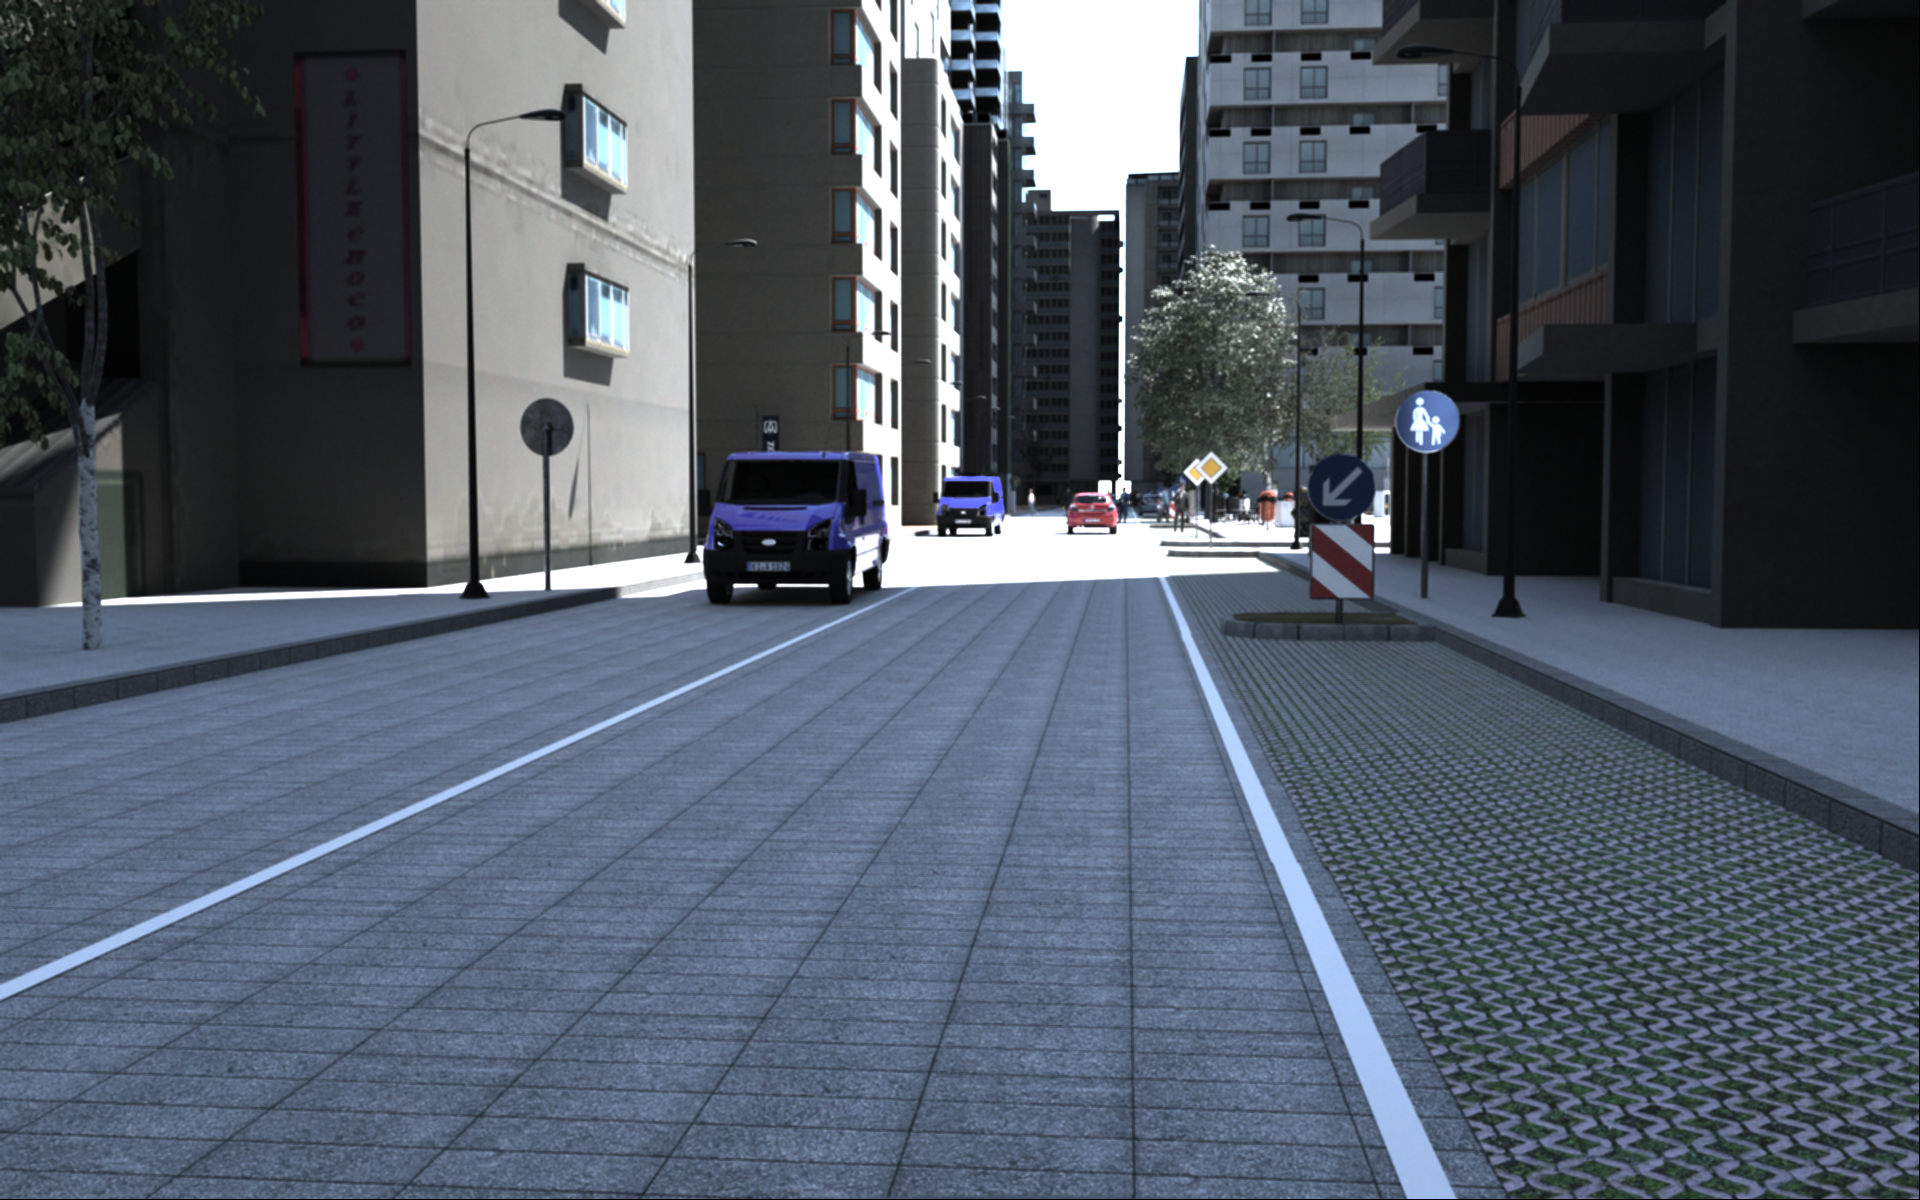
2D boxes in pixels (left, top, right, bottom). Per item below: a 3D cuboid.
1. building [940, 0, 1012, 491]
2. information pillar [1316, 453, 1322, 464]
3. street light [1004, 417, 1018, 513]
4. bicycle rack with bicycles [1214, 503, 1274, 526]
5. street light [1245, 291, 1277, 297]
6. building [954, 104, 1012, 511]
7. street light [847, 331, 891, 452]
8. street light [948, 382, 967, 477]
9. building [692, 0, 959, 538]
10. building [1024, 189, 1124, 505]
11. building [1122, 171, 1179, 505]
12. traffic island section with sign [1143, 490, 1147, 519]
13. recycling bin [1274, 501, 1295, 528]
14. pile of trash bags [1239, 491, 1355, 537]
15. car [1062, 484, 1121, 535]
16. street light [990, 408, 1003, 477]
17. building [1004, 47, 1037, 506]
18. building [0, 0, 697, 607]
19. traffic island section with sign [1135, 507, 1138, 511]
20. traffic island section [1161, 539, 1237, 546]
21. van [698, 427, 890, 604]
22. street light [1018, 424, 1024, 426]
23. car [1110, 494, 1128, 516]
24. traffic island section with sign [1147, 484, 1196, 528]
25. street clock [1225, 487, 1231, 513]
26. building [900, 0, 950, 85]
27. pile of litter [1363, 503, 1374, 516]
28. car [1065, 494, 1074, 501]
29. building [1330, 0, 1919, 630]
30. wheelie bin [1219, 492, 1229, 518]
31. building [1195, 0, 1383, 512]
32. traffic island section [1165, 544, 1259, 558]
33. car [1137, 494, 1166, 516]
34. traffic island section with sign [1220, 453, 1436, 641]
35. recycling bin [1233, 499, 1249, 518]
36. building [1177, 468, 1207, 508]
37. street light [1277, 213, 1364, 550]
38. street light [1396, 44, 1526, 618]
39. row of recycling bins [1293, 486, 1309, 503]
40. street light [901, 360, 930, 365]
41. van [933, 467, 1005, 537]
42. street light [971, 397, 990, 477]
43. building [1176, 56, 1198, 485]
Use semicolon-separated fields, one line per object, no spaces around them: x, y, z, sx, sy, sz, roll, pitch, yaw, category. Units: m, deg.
-6.126;-51.444;153.789;22.319;86.520;31.000;0;4;5;building
20.546;-6.589;99.091;0.183;3.616;0.504;-3;4;-37;information pillar
2.569;-8.054;104.223;1.470;5.913;1.316;0;4;5;street light
11.931;-3.549;71.403;2.925;0.926;2.852;-2;4;-24;bicycle rack with bicycles
7.217;-4.111;39.754;1.470;5.913;1.316;0;4;5;street light
-3.511;-22.034;131.962;14.160;30.474;14.107;0;4;5;building
-2.663;-4.706;49.488;1.470;5.913;1.316;0;4;5;street light
-0.593;-6.063;71.675;1.470;5.913;1.316;0;4;5;street light
-15.164;-13.439;64.770;27.650;21.520;28.899;0;4;5;building
9.000;-32.519;223.568;23.993;40.220;32.217;0;4;5;building
27.131;-32.387;213.119;14.086;41.232;14.154;0;4;5;building
11.603;-5.611;100.369;1.989;1.847;2.006;0;4;5;traffic island section with sign
12.295;-3.223;65.252;0.722;1.027;0.722;-1;4;-11;recycling bin
10.401;-2.569;51.762;3.447;1.369;1.912;3;5;41;pile of trash bags
4.779;-3.288;62.806;2.155;1.783;4.494;0;4;4;car
1.455;-7.400;93.529;1.470;5.913;1.316;0;4;5;street light
-7.165;-34.740;187.607;30.456;49.044;23.786;0;4;5;building
-17.306;-24.695;27.462;21.600;48.544;21.300;0;4;5;building
16.293;-8.614;149.460;1.989;1.847;2.006;0;4;5;traffic island section with sign
6.601;-1.583;48.166;2.009;0.180;2.903;0;4;5;traffic island section
-2.229;-1.224;24.399;2.240;2.365;5.245;0;4;4;van
3.545;-8.713;114.994;1.470;5.913;1.316;0;4;5;street light
10.286;-6.318;115.298;2.014;1.417;4.499;0;4;6;car
8.950;-3.916;72.653;1.989;1.847;2.006;0;4;5;traffic island section with sign
17.798;-6.770;115.266;0.471;2.002;0.358;2;4;35;street clock
-14.996;-31.559;105.221;28.713;52.752;27.495;0;4;5;building
24.574;-5.465;103.311;1.719;0.858;1.176;-3;4;-39;pile of litter
11.351;-9.907;171.013;2.155;1.783;4.494;0;4;4;car
17.637;-22.503;22.553;22.147;44.769;28.867;0;4;5;building
14.002;-5.218;93.218;0.980;1.594;0.693;1;4;18;wheelie bin
32.904;-33.573;138.162;28.713;52.752;27.495;0;4;5;building
5.841;-1.097;40.217;2.009;0.180;2.903;0;4;5;traffic island section
12.723;-6.288;114.813;2.014;1.417;4.499;0;4;5;car
3.703;-0.558;17.747;1.989;1.847;2.006;0;4;5;traffic island section with sign
15.022;-4.895;92.595;0.722;1.027;0.722;2;4;28;recycling bin
31.270;-44.286;162.323;20.563;71.187;20.611;0;4;5;building
6.098;-3.439;28.772;1.470;5.913;1.316;0;4;5;street light
5.211;-2.782;18.032;1.470;5.913;1.316;0;4;5;street light
19.243;-5.112;90.692;3.534;1.692;1.069;1;4;16;row of recycling bins
-1.724;-5.364;60.244;1.470;5.913;1.316;0;4;5;street light
0.381;-3.396;59.902;2.240;2.365;5.245;0;4;6;van
0.520;-6.733;82.618;1.470;5.913;1.316;0;4;5;street light
34.166;-34.263;183.900;21.300;48.544;21.600;0;4;5;building
